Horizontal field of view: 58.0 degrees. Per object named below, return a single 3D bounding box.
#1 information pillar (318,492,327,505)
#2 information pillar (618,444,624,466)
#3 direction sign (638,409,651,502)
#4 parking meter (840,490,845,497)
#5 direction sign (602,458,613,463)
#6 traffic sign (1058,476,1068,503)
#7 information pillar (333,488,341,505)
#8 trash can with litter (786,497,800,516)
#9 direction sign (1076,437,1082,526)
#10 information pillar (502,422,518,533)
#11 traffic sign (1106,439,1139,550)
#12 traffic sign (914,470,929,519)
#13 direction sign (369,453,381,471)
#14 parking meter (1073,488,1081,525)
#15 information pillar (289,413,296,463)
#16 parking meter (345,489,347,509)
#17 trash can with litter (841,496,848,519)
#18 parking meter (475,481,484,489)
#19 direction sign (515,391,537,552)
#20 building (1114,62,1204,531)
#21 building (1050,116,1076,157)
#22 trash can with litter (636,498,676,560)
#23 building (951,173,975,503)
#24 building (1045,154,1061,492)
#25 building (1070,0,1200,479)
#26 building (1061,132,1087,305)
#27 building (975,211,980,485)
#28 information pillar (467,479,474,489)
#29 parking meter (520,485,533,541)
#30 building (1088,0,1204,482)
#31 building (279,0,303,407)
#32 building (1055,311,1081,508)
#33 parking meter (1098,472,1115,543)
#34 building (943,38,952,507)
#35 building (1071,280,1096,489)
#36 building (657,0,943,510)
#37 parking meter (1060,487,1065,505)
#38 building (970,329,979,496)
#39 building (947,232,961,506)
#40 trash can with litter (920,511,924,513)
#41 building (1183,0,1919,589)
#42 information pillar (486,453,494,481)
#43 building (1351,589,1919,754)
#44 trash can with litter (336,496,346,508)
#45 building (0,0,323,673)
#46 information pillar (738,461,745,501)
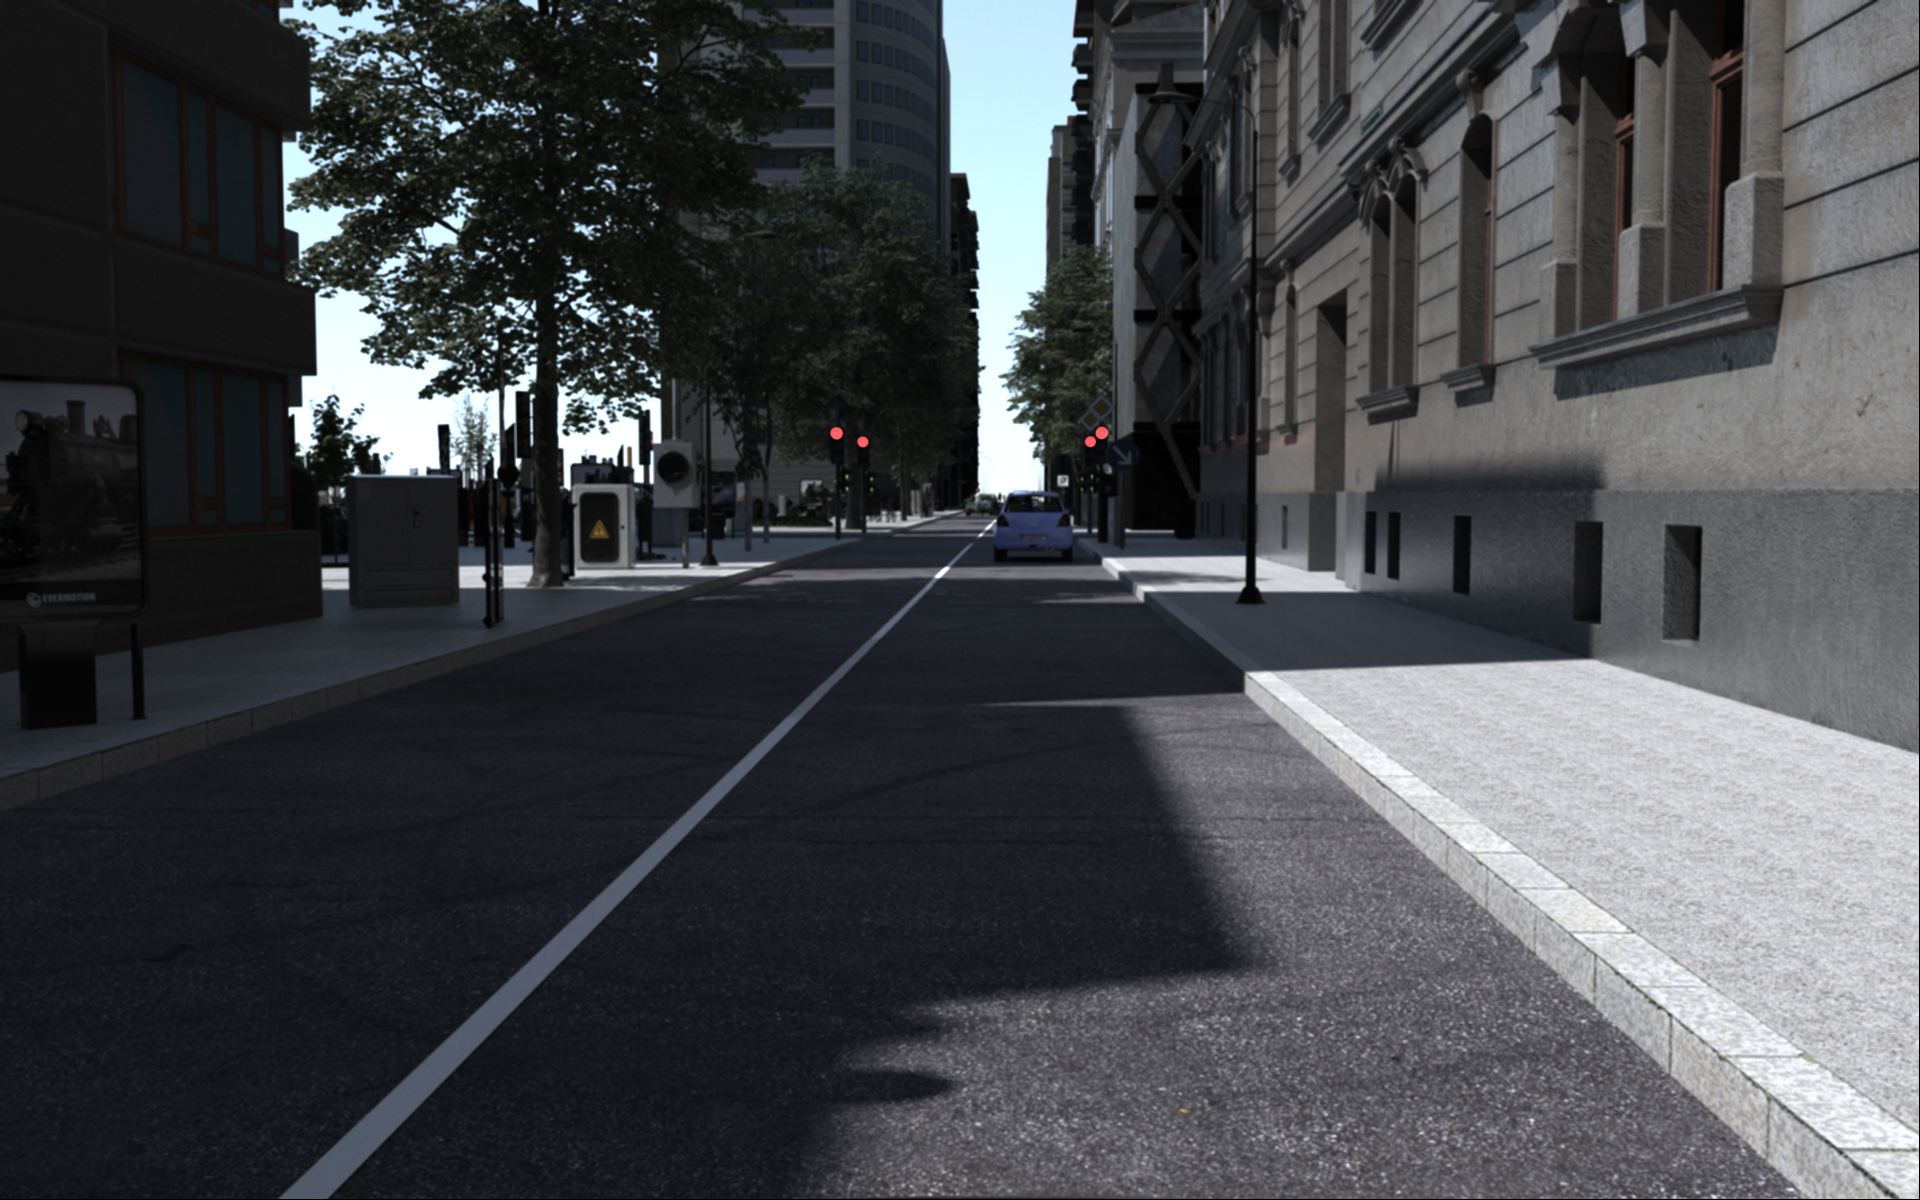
[{"bbox_3d":[-34.290,-6.218,93.025,0.504,3.616,0.183,-1,4,-9],"label":"information pillar"},{"bbox_3d":[-15.829,-5.480,80.952,0.183,3.616,0.504,1,4,11],"label":"information pillar"},{"bbox_3d":[-8.478,-3.340,46.605,0.379,3.537,0.876,-2,4,-29],"label":"direction sign"},{"bbox_3d":[-6.331,-5.153,92.667,0.372,1.533,0.369,0,3,0],"label":"parking meter"},{"bbox_3d":[-21.911,-7.081,107.775,0.876,3.537,0.379,2,4,29],"label":"direction sign"},{"bbox_3d":[5.685,-5.710,95.490,0.606,2.300,0.079,0,4,8],"label":"traffic sign"},{"bbox_3d":[-36.602,-6.750,101.710,0.183,3.616,0.504,3,4,39],"label":"information pillar"},{"bbox_3d":[-8.541,-4.680,87.907,1.055,1.170,0.624,-1,4,-19],"label":"trash can with litter"},{"bbox_3d":[4.858,-4.729,69.311,0.379,3.537,0.876,0,4,5],"label":"direction sign"},{"bbox_3d":[-14.692,-3.981,56.438,0.504,3.616,0.183,-3,5,-44],"label":"information pillar"},{"bbox_3d":[3.747,-2.440,40.001,0.768,2.556,0.104,1,4,8],"label":"traffic sign"},{"bbox_3d":[-2.028,-5.548,90.815,0.768,2.556,0.104,0,4,5],"label":"traffic sign"},{"bbox_3d":[-32.339,-6.310,95.165,0.876,3.537,0.379,-2,4,-24],"label":"direction sign"},{"bbox_3d":[4.824,-3.829,71.016,0.372,1.533,0.369,0,3,0],"label":"parking meter"},{"bbox_3d":[-19.507,-3.605,50.292,0.504,3.616,0.183,0,4,5],"label":"information pillar"},{"bbox_3d":[-47.103,-7.801,133.250,0.255,1.863,0.399,3,5,44],"label":"parking meter"},{"bbox_3d":[-5.836,-4.769,89.366,0.624,1.170,1.055,-2,4,-35],"label":"trash can with litter"},{"bbox_3d":[-21.574,-4.416,77.911,0.399,1.863,0.255,1,4,17],"label":"parking meter"},{"bbox_3d":[-9.405,-2.832,38.302,0.876,3.537,0.379,-3,5,-43],"label":"direction sign"},{"bbox_3d":[14.582,-12.090,65.124,16.811,18.784,16.820,0,4,2],"label":"building"},{"bbox_3d":[24.904,-44.876,275.715,21.231,58.520,28.212,0,4,2],"label":"building"},{"bbox_3d":[-6.394,-1.394,33.844,1.678,1.210,2.233,1,4,10],"label":"trash can with litter"},{"bbox_3d":[-9.794,-35.233,230.678,22.147,44.769,28.867,0,4,2],"label":"building"},{"bbox_3d":[22.518,-37.480,236.498,21.300,48.544,21.600,0,4,2],"label":"building"},{"bbox_3d":[20.610,-30.117,147.030,22.147,44.769,28.867,0,4,2],"label":"building"},{"bbox_3d":[18.502,-31.488,198.426,14.154,41.232,14.086,0,4,2],"label":"building"},{"bbox_3d":[-8.289,-37.039,260.206,22.147,44.769,28.867,0,4,2],"label":"building"},{"bbox_3d":[-23.452,-4.805,83.057,0.304,2.012,0.304,-1,4,-22],"label":"information pillar"},{"bbox_3d":[-11.829,-2.381,47.345,0.372,1.533,0.369,0,3,0],"label":"parking meter"},{"bbox_3d":[14.214,-19.053,97.415,13.634,28.700,20.117,0,4,2],"label":"building"},{"bbox_3d":[-31.746,-25.460,35.886,30.456,49.044,23.786,0,4,2],"label":"building"},{"bbox_3d":[23.855,-20.326,177.369,27.650,21.520,28.899,0,4,2],"label":"building"},{"bbox_3d":[3.860,-2.448,45.742,0.399,1.863,0.255,-2,4,-24],"label":"parking meter"},{"bbox_3d":[-8.106,-31.698,168.373,14.600,45.320,14.200,0,4,2],"label":"building"},{"bbox_3d":[16.237,-15.572,122.048,16.820,18.784,16.811,0,4,2],"label":"building"},{"bbox_3d":[-12.538,-36.947,146.078,21.231,58.520,28.212,0,4,2],"label":"building"},{"bbox_3d":[6.782,-6.601,113.629,0.399,1.863,0.255,-2,4,-31],"label":"parking meter"},{"bbox_3d":[-4.200,-31.208,281.956,14.160,30.474,14.107,0,4,2],"label":"building"},{"bbox_3d":[-7.143,-26.066,197.886,14.160,30.474,14.107,0,4,2],"label":"building"},{"bbox_3d":[-3.084,-6.552,118.177,2.233,1.210,1.678,-2,4,-24],"label":"trash can with litter"},{"bbox_3d":[12.232,-15.145,35.009,14.401,28.519,23.554,0,4,2],"label":"building"},{"bbox_3d":[-26.433,-6.516,97.894,0.183,3.616,0.504,0,4,1],"label":"information pillar"},{"bbox_3d":[11.084,-13.709,11.525,14.401,28.519,23.554,0,4,2],"label":"building"},{"bbox_3d":[-28.764,-4.215,79.979,2.233,1.210,1.678,2,4,29],"label":"trash can with litter"},{"bbox_3d":[-21.000,-9.694,3.538,27.650,21.520,28.899,0,4,2],"label":"building"},{"bbox_3d":[-15.555,-8.059,123.114,0.504,3.616,0.183,-1,4,-17],"label":"information pillar"}]
